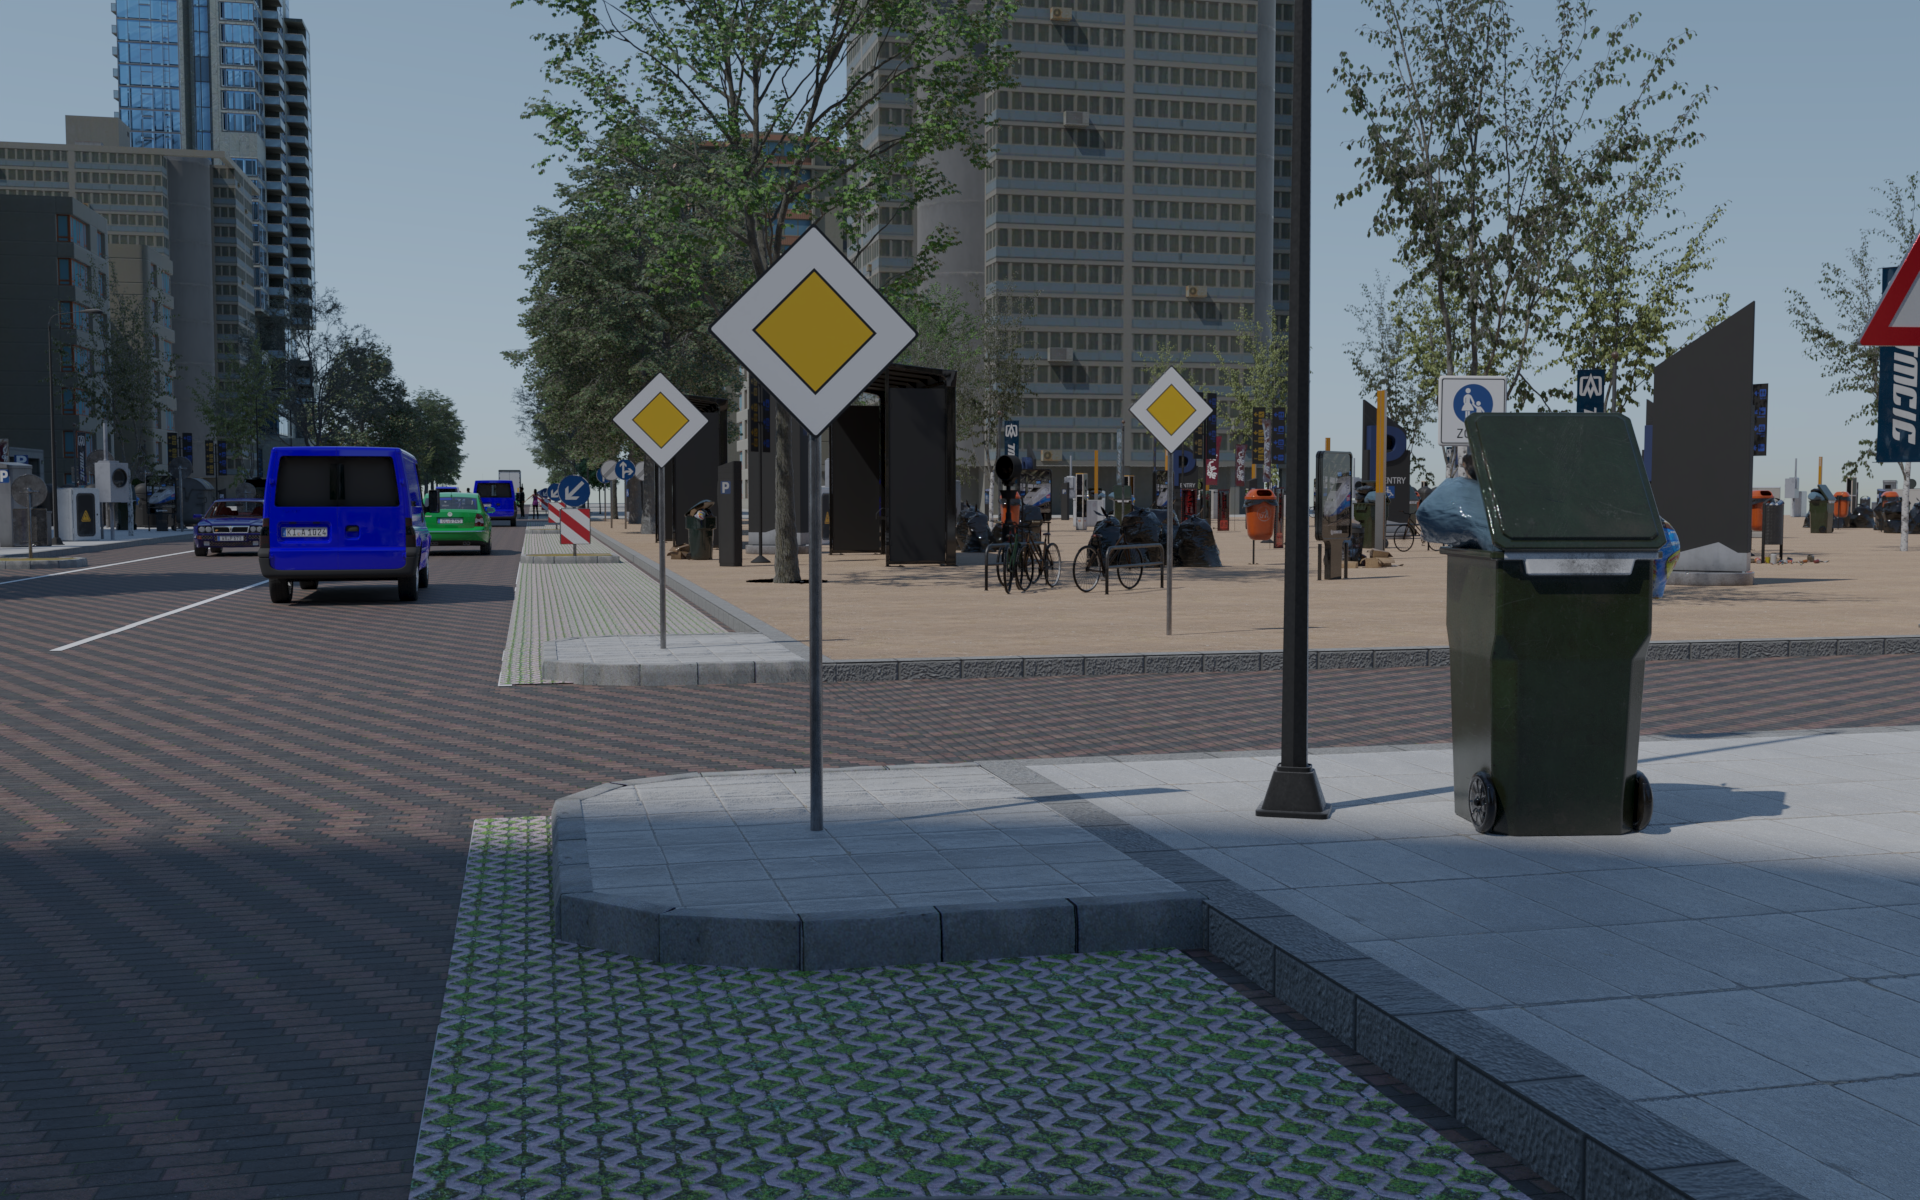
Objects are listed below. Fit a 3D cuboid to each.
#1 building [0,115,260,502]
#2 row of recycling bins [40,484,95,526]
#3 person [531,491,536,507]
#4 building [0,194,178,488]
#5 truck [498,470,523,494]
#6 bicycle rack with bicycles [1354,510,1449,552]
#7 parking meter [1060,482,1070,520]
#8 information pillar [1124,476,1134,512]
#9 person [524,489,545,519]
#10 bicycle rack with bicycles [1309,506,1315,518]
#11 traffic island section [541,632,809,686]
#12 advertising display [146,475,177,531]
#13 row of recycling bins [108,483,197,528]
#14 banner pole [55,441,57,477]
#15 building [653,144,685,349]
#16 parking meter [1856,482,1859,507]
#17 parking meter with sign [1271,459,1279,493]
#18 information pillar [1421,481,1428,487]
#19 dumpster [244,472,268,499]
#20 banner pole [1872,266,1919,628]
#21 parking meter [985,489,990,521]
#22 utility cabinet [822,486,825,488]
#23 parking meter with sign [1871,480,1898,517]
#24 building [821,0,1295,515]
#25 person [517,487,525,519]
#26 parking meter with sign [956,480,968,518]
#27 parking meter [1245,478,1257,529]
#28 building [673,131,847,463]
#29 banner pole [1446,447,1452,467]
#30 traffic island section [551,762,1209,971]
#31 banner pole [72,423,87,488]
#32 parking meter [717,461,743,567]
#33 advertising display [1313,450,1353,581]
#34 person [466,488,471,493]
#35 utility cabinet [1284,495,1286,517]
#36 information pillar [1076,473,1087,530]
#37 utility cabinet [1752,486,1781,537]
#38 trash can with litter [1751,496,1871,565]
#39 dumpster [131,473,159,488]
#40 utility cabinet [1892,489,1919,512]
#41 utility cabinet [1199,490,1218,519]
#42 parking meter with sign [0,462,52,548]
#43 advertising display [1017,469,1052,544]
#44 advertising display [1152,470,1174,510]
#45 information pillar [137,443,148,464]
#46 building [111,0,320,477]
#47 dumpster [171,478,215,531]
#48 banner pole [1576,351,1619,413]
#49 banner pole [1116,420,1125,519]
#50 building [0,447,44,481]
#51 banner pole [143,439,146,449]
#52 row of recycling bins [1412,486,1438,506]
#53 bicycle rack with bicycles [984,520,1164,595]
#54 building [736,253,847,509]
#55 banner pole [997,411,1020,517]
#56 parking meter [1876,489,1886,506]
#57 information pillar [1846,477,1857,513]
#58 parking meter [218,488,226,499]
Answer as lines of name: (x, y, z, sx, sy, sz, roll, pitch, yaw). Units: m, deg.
building: (-88.482, -30.031, 182.889, 32.217, 40.220, 23.993, -1, 4, -14)
row of recycling bins: (-35.745, -3.778, 68.885, 3.534, 1.692, 1.069, 0, 4, 7)
person: (-45.694, -10.846, 185.920, 0.705, 1.812, 1.348, 0, 4, 5)
building: (-68.395, -16.308, 111.682, 27.650, 21.520, 28.899, -1, 4, -14)
truck: (-53.197, -13.212, 204.925, 2.839, 4.237, 11.283, -1, 4, -14)
bicycle rack with bicycles: (10.740, -1.513, 38.112, 2.925, 0.926, 2.852, -3, 4, -38)
parking meter: (5.141, -4.835, 84.765, 0.399, 1.863, 0.255, 2, 4, 31)
information pillar: (6.699, -3.928, 68.722, 0.304, 2.012, 0.304, -3, 4, -39)
person: (-24.020, -5.426, 97.891, 1.217, 1.739, 0.721, -2, 4, -31)
bicycle rack with bicycles: (19.616, -4.801, 91.878, 2.852, 0.926, 2.925, -3, 5, -40)
traffic island section: (-2.443, 0.483, 14.386, 2.009, 0.180, 2.903, -1, 4, -14)
advertising display: (-27.525, -3.333, 59.716, 0.974, 1.923, 0.123, -1, 4, -10)
row of recycling bins: (-31.163, -3.680, 67.284, 3.534, 1.692, 1.069, -2, 4, -25)
banner pole: (-42.492, -5.591, 81.435, 0.401, 3.779, 0.863, -2, 4, -27)
building: (-30.784, -37.536, 237.414, 21.300, 48.544, 21.600, -1, 4, -14)
parking meter: (43.521, -4.809, 84.344, 0.399, 1.863, 0.255, -2, 4, -35)
parking meter with sign: (15.818, -5.559, 87.146, 0.543, 3.016, 1.738, 1, 4, 18)
information pillar: (26.522, -5.774, 98.892, 0.304, 2.012, 0.304, -1, 4, -16)
dumpster: (-25.574, -3.636, 64.401, 1.985, 2.255, 1.502, -1, 4, -16)
banner pole: (9.234, -1.627, 16.625, 0.863, 3.779, 0.401, 3, 5, 43)
parking meter: (1.356, -4.498, 81.946, 0.372, 1.533, 0.369, 0, 3, 0)
utility cabinet: (-3.744, -2.342, 46.964, 1.173, 1.500, 0.318, -2, 4, -24)
parking meter with sign: (50.887, -6.025, 94.770, 1.738, 3.016, 0.543, 3, 4, 38)
building: (5.639, -25.873, 114.901, 32.217, 40.220, 23.993, -1, 4, -14)
person: (-25.561, -5.676, 100.938, 0.705, 1.869, 1.348, -2, 4, -28)
parking meter with sign: (-0.293, -5.863, 92.123, 0.543, 3.016, 1.738, 3, 5, 43)
parking meter: (10.600, -3.508, 63.072, 0.399, 1.863, 0.255, -1, 4, -21)
building: (-23.545, -34.169, 213.293, 22.147, 44.769, 28.867, -1, 4, -14)
banner pole: (22.835, -5.528, 80.396, 0.401, 3.779, 0.863, -2, 4, -29)
traffic island section: (-0.529, 0.957, 6.633, 2.009, 0.180, 2.903, -1, 4, -14)
banner pole: (-31.157, -4.360, 61.299, 0.401, 3.779, 0.863, 0, 4, 7)
parking meter: (-4.071, -1.525, 30.638, 0.399, 1.863, 0.255, 2, 4, 33)
advertising display: (5.609, -1.271, 25.995, 0.123, 1.923, 0.974, 3, 5, 39)
person: (-28.788, -5.674, 101.367, 0.705, 1.812, 1.348, 2, 4, 28)
utility cabinet: (18.645, -5.253, 97.048, 1.020, 1.237, 0.306, 1, 4, 23)
information pillar: (4.300, -3.473, 61.280, 0.304, 2.012, 0.304, 2, 4, 33)
utility cabinet: (23.302, -2.565, 50.612, 1.173, 1.500, 0.318, 2, 4, 30)
trash can with litter: (15.470, -1.294, 32.210, 2.233, 1.210, 1.678, -2, 4, -28)
dumpster: (-34.579, -4.344, 73.521, 1.502, 2.255, 1.985, -1, 4, -14)
utility cabinet: (41.770, -4.138, 76.341, 1.173, 1.500, 0.318, 3, 5, 42)
utility cabinet: (12.786, -4.930, 89.285, 0.318, 1.500, 1.173, -2, 4, -32)
parking meter with sign: (-22.756, -2.783, 41.765, 0.543, 3.016, 1.738, 1, 4, 16)
advertising display: (1.902, -2.386, 44.231, 0.974, 1.923, 0.123, -2, 4, -28)
advertising display: (5.488, -2.542, 46.771, 0.123, 1.923, 0.974, 3, 4, 37)
information pillar: (-36.765, -5.295, 77.923, 0.183, 3.616, 0.504, 2, 4, 29)
building: (-89.526, -54.851, 209.485, 22.319, 86.520, 31.000, -1, 4, -14)
dumpster: (-27.208, -3.400, 61.355, 1.264, 1.857, 1.865, -1, 4, -14)
banner pole: (11.275, -2.480, 30.566, 0.863, 3.779, 0.401, 1, 4, 14)
banner pole: (5.421, -4.183, 58.407, 0.401, 3.779, 0.863, 2, 4, 26)
building: (-59.461, -39.673, 86.909, 20.563, 71.187, 20.611, -1, 4, -14)
banner pole: (-37.519, -5.481, 79.635, 0.401, 3.779, 0.863, -3, 5, -45)
row of recycling bins: (24.513, -5.241, 92.796, 3.534, 1.692, 1.069, -1, 4, -20)
bicycle rack with bicycles: (1.357, -0.601, 23.201, 2.852, 0.926, 2.925, 2, 4, 31)
building: (-2.652, -18.078, 140.619, 27.650, 21.520, 28.899, -1, 4, -14)
banner pole: (1.394, -3.785, 51.899, 0.863, 3.779, 0.401, 1, 4, 23)
parking meter: (42.634, -4.389, 80.171, 0.372, 1.533, 0.369, 0, 3, 0)
information pillar: (39.036, -4.366, 75.873, 0.304, 2.012, 0.304, -2, 4, -24)
parking meter: (-31.633, -4.026, 74.229, 0.372, 1.533, 0.369, 0, 3, 0)
